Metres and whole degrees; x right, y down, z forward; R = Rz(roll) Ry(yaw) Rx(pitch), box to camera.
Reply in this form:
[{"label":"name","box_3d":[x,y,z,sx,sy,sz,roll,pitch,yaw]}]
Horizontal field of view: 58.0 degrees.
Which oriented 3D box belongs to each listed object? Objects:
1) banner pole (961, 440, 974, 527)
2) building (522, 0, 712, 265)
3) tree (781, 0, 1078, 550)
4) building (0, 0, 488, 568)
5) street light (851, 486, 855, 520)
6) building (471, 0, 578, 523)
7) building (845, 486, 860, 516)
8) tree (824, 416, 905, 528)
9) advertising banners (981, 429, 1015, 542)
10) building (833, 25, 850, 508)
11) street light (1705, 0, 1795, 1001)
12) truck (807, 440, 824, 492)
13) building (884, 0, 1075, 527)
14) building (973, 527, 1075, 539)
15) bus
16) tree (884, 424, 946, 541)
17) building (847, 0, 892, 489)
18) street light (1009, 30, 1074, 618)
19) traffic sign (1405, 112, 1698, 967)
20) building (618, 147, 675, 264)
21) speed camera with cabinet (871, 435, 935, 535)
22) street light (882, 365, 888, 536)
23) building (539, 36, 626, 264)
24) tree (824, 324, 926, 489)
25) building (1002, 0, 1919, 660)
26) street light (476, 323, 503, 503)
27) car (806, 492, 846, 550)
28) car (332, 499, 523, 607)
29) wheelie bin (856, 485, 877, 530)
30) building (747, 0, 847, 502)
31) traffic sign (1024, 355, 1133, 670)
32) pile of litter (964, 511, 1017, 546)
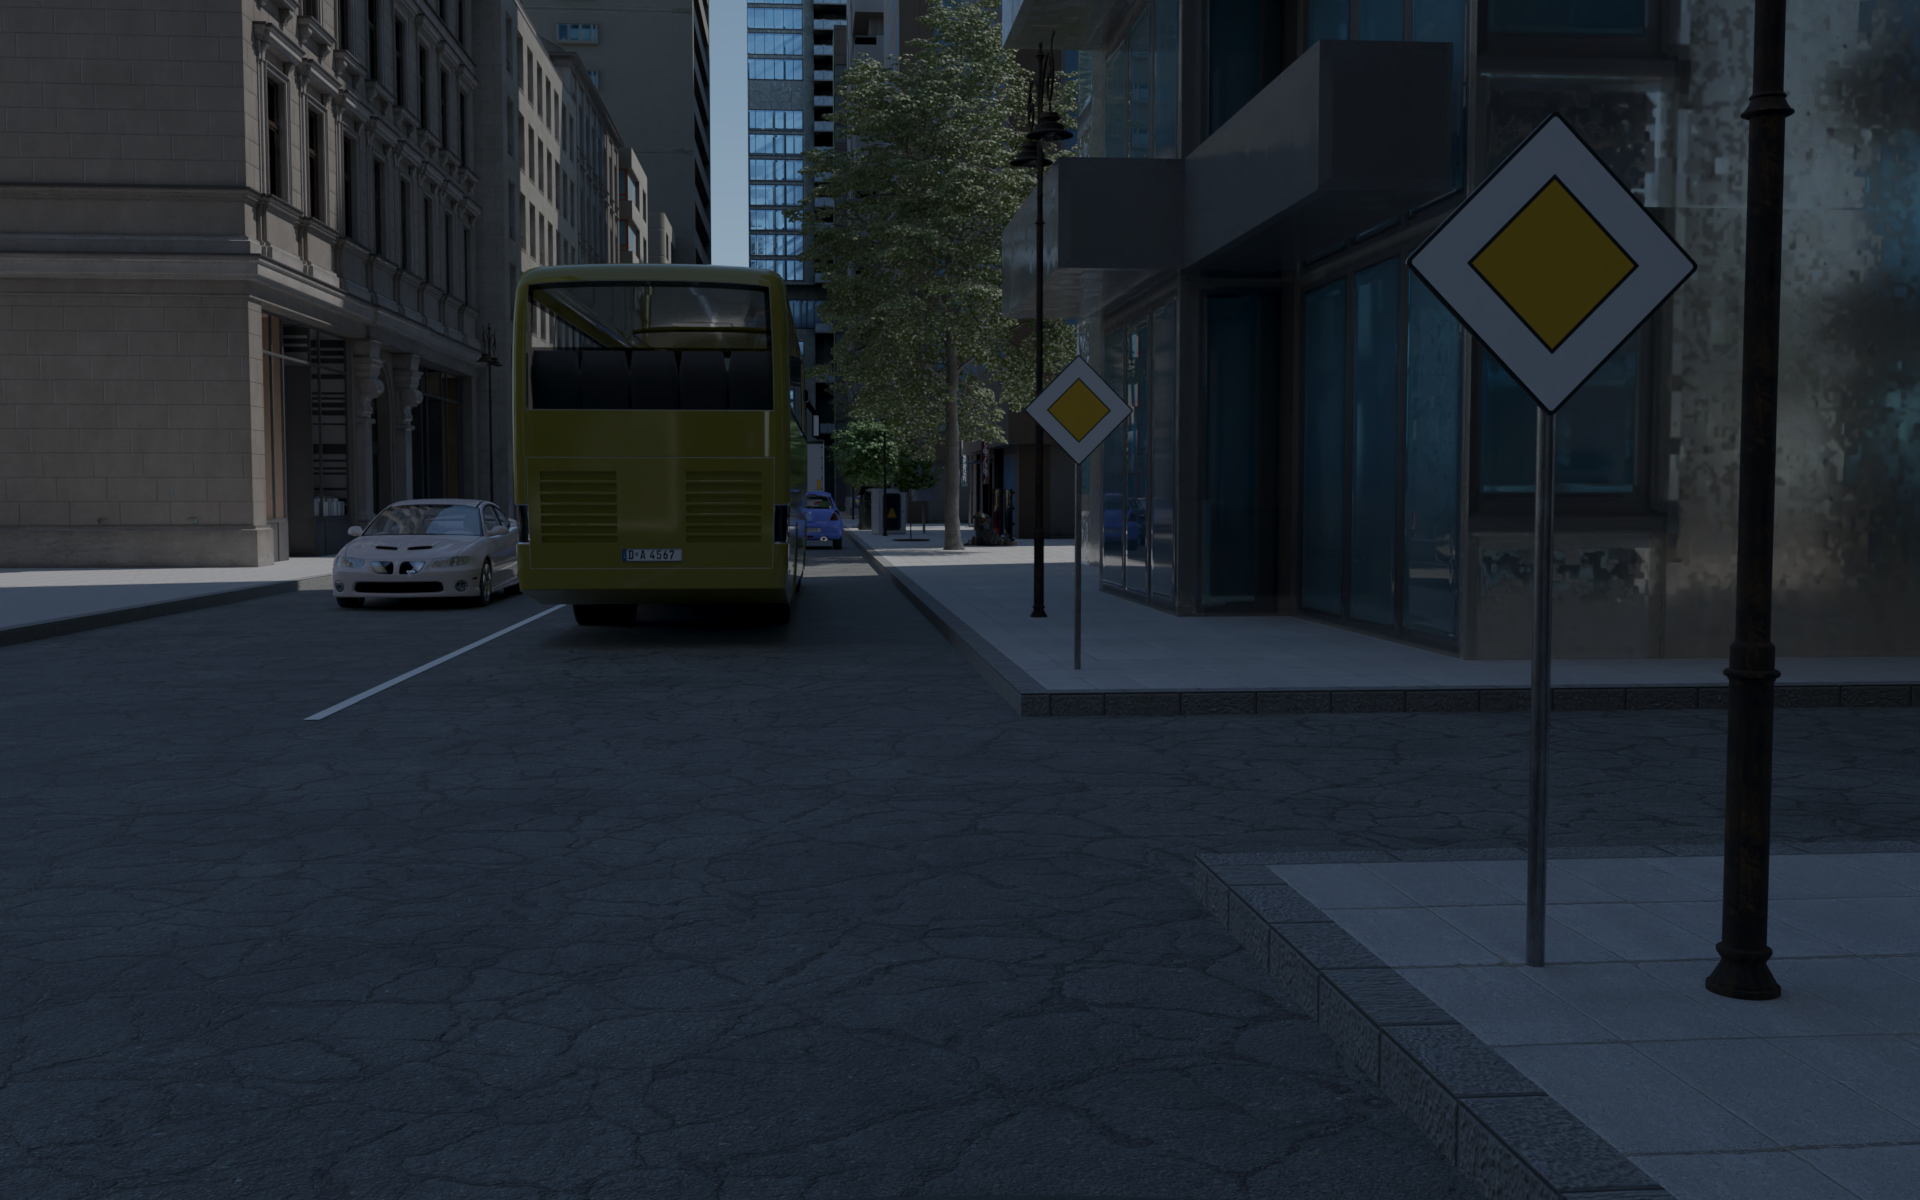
[{"label":"banner pole","box_3d":[0.251,-4.676,66.475,0.401,3.779,0.863,2,4,31]},{"label":"building","box_3d":[-29.209,-30.628,124.476,21.300,48.544,21.600,0,4,-5]},{"label":"tree","box_3d":[-0.164,-7.396,39.056,7.486,12.596,7.792,0,3,0]},{"label":"building","box_3d":[-16.811,-10.992,30.630,10.553,20.767,40.483,0,4,-5]},{"label":"street light","box_3d":[-5.387,-6.992,87.109,0.468,5.910,1.993,0,4,-5]},{"label":"building","box_3d":[-19.419,-12.504,59.194,10.420,20.320,16.860,0,4,-5]},{"label":"building","box_3d":[8.902,-25.581,110.130,32.217,40.220,23.993,0,4,-5]},{"label":"tree","box_3d":[-3.549,-5.058,66.418,4.285,4.588,4.351,0,3,0]},{"label":"advertising banners","box_3d":[0.992,-3.066,46.317,0.090,3.025,2.074,-1,4,-23]},{"label":"building","box_3d":[-4.331,-28.873,155.669,14.154,41.232,14.086,0,4,-5]},{"label":"street light","box_3d":[2.022,-1.927,4.294,0.468,5.910,1.993,0,4,-5]},{"label":"truck","box_3d":[-8.884,-6.464,94.596,2.839,4.237,11.283,0,4,-7]},{"label":"building","box_3d":[3.679,-26.329,80.594,14.600,45.320,14.200,0,4,-5]},{"label":"building","box_3d":[7.604,-24.769,55.078,14.600,45.320,14.200,0,4,-5]},{"label":"bus","box_3d":[-3.263,-1.856,21.900,2.896,3.916,12.252,0,4,-4]},{"label":"tree","box_3d":[-1.433,-3.216,47.178,1.663,3.219,1.824,0,3,0]},{"label":"building","box_3d":[4.930,-33.399,135.305,28.713,52.752,27.495,0,4,-5]},{"label":"street light","box_3d":[0.823,-2.759,17.903,0.468,5.910,1.993,0,4,-5]},{"label":"traffic sign","box_3d":[1.564,-0.062,4.655,0.795,2.450,0.064,0,4,-5]},{"label":"building","box_3d":[-31.396,-15.582,99.806,27.650,21.520,28.899,0,4,-5]},{"label":"speed camera with cabinet","box_3d":[-1.806,-3.735,55.405,2.038,3.252,0.660,-2,4,-29]},{"label":"street light","box_3d":[-2.288,-4.887,52.688,0.468,5.910,1.993,0,4,-5]},{"label":"building","box_3d":[-20.619,-13.915,76.667,9.793,20.994,18.267,0,4,-5]},{"label":"tree","box_3d":[-3.350,-7.395,71.263,4.360,8.622,3.978,0,3,0]},{"label":"building","box_3d":[15.745,-24.640,22.473,30.456,49.044,23.786,0,4,-5]},{"label":"street light","box_3d":[-12.738,-4.540,47.017,0.468,5.910,1.993,0,4,-5]},{"label":"car","box_3d":[-3.988,-2.226,45.981,1.945,1.707,3.694,0,4,-5]},{"label":"car","box_3d":[-7.070,-0.679,23.458,2.083,1.381,4.827,0,4,-5]},{"label":"wheelie bin","box_3d":[-3.219,-3.296,61.798,0.980,1.594,0.693,-2,4,-32]},{"label":"building","box_3d":[-10.271,-53.097,180.805,31.000,86.520,22.319,0,4,-5]},{"label":"traffic sign","box_3d":[0.857,-0.548,12.609,0.795,2.450,0.064,0,4,-5]},{"label":"pile of litter","box_3d":[0.714,-1.789,43.222,1.176,0.858,1.719,-2,4,-30]}]
